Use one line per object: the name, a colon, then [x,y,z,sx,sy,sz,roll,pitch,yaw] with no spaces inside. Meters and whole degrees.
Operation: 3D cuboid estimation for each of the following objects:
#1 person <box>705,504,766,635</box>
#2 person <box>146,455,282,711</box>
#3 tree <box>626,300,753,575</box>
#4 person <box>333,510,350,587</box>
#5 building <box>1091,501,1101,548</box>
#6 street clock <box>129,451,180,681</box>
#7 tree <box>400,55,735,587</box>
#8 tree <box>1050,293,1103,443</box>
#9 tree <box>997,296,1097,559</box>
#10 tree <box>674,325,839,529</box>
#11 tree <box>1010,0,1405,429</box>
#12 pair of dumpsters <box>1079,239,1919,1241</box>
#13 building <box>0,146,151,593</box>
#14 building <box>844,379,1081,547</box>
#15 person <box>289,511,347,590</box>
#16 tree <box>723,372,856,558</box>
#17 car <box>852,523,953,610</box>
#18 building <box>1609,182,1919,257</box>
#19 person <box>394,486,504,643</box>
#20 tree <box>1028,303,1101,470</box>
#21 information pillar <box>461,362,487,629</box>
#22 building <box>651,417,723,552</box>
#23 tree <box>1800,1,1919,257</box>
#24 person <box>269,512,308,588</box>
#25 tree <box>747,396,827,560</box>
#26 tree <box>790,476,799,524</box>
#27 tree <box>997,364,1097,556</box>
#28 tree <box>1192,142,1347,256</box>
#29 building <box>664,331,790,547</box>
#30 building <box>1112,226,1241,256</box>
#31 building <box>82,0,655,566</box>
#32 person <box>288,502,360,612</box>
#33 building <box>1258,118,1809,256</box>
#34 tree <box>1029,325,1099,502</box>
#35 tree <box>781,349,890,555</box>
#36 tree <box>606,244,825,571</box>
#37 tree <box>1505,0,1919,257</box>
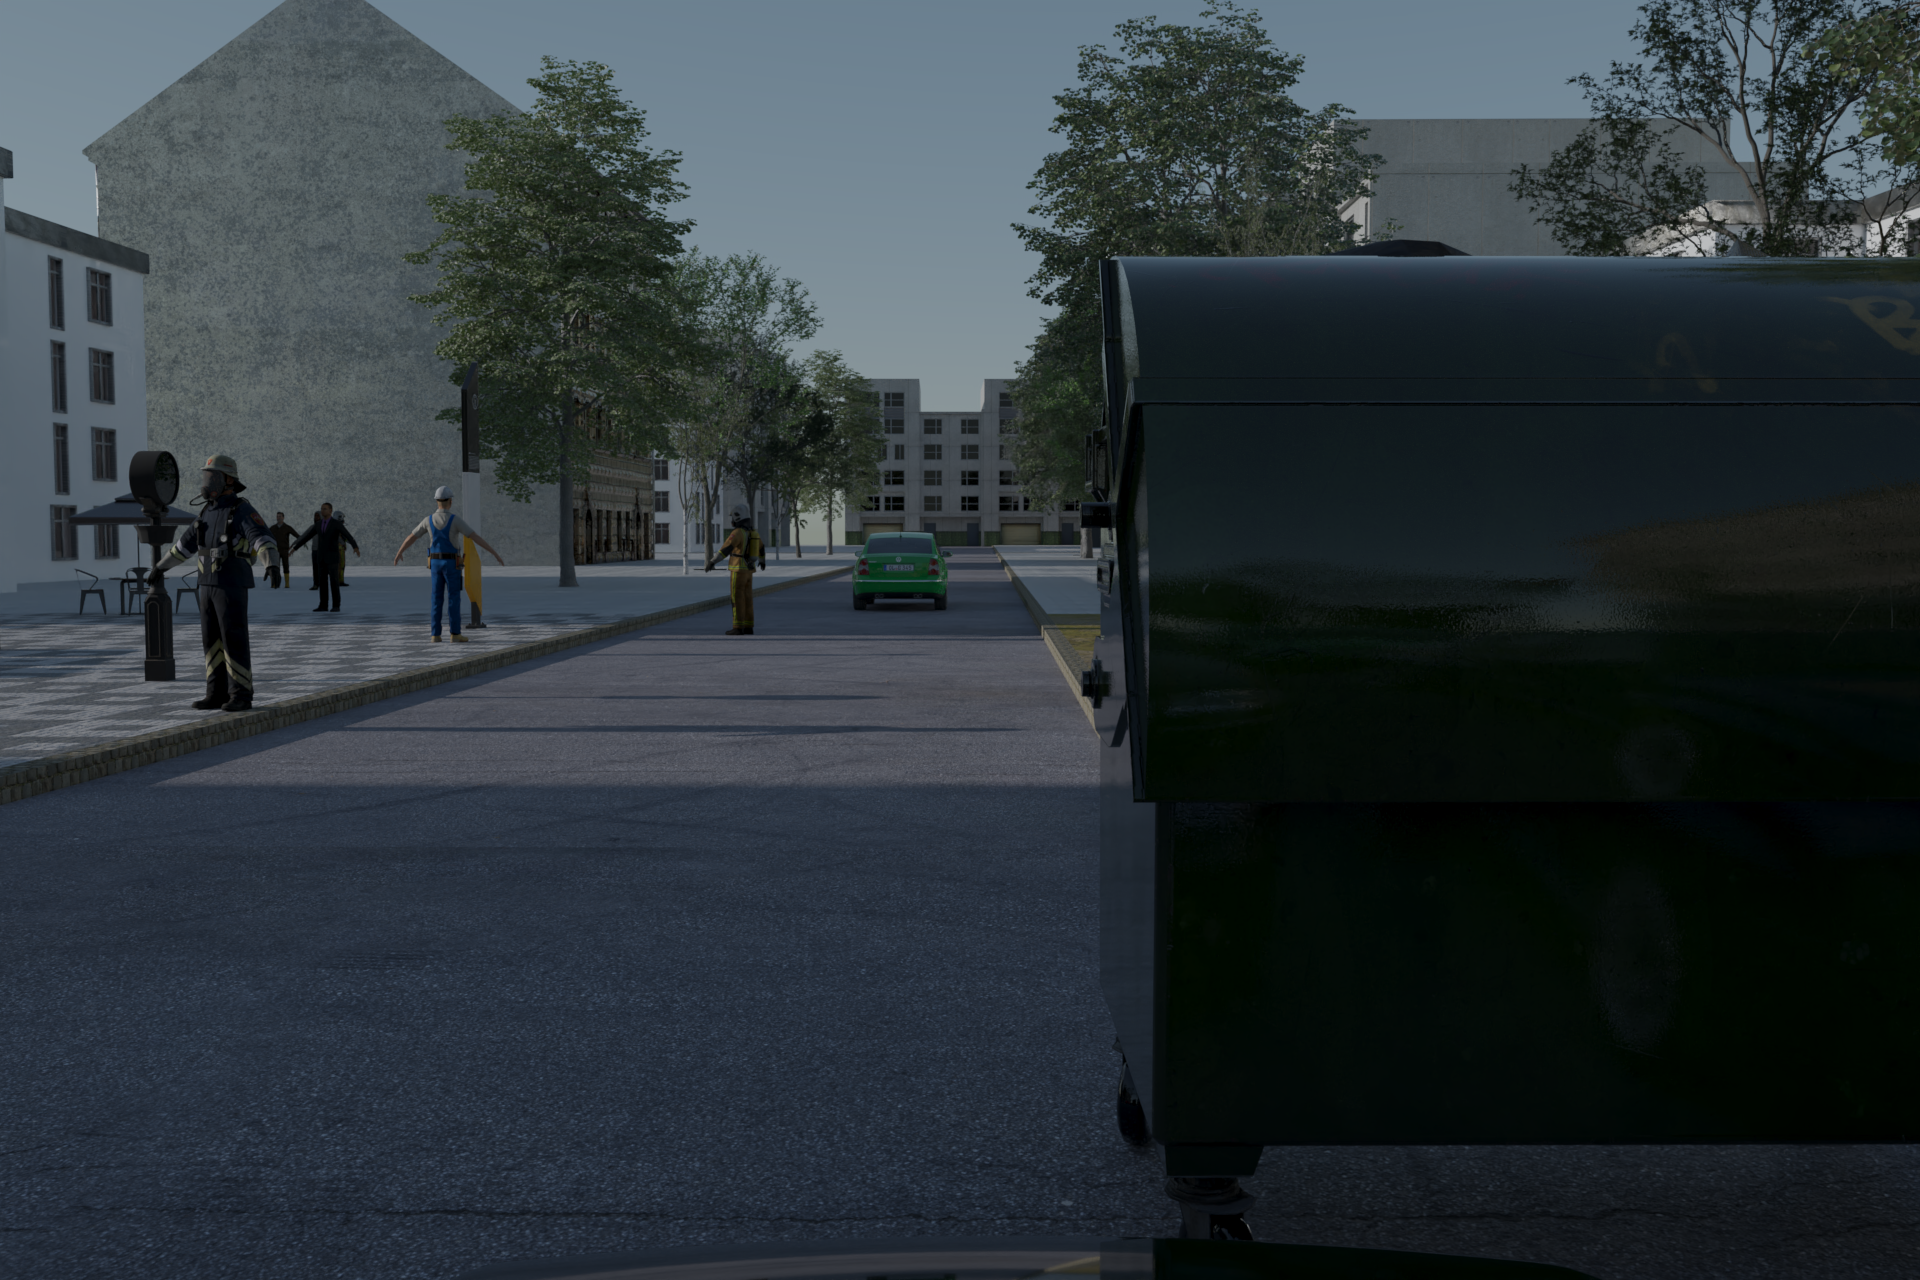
person: [-3.122,-1.001,24.594,0.705,1.858,1.354,2,4,29]
person: [-5.378,-0.418,12.607,1.354,1.856,0.705,2,4,28]
tree: [-8.898,-6.369,54.501,4.360,8.622,3.978,0,3,0]
person: [-15.178,-2.239,42.381,1.354,1.858,0.705,3,5,43]
building: [26.279,-20.449,178.311,27.936,21.610,32.646,0,4,0]
street clock: [-7.008,-0.645,15.117,0.358,2.002,0.471,0,4,1]
tree: [-9.311,-7.543,41.454,7.486,12.596,7.792,0,3,0]
tree: [6.590,-7.444,56.120,7.601,10.594,8.767,-3,5,-41]
tree: [6.795,-11.263,90.802,9.857,13.997,8.962,0,3,0]
tree: [-8.891,-8.626,75.453,8.767,10.594,7.601,2,4,24]
tree: [6.123,-8.278,41.998,9.857,13.997,8.962,0,3,0]
pair of dumpsters: [2.466,0.081,3.631,4.436,2.255,1.574,0,4,0]
building: [-25.272,-5.871,38.141,9.099,9.664,28.070,0,4,1]
building: [2.630,-20.493,203.975,31.486,18.905,16.747,0,4,-1]
person: [-14.615,-2.040,39.490,1.348,1.813,0.705,0,4,4]
tree: [-8.954,-9.731,93.516,7.601,10.594,8.767,3,4,39]
car: [-1.124,-1.541,33.986,1.959,1.807,4.718,0,3,0]
building: [23.429,-6.217,43.803,9.099,9.664,28.070,0,4,0]
person: [-6.085,-0.897,20.517,1.347,1.847,0.705,0,4,6]
tree: [6.260,-8.793,69.518,9.928,11.665,9.643,0,3,0]
information pillar: [-6.601,-1.961,23.422,0.183,3.616,0.504,0,4,2]
building: [-22.848,-11.793,134.964,9.099,9.664,28.070,0,4,2]
tree: [10.346,-6.437,11.906,9.857,13.997,8.962,0,3,0]
person: [-16.124,-2.138,41.097,1.346,1.812,0.704,0,4,-2]
tree: [-8.843,-8.247,85.197,4.737,8.622,4.395,0,3,0]
tree: [-22.428,-17.956,200.241,9.857,13.997,8.962,0,3,0]
tree: [7.299,-11.779,102.963,12.009,13.543,11.850,0,3,0]
tree: [6.105,-5.060,33.094,4.360,8.622,3.978,0,3,0]
building: [-26.662,-18.302,165.698,16.747,18.905,31.486,0,4,2]
building: [24.644,-17.576,131.335,27.936,21.610,32.646,0,4,1]
building: [-24.715,-15.074,77.386,19.493,23.208,18.063,0,4,1]
person: [-10.440,-1.366,28.565,1.346,1.802,0.704,1,4,16]
building: [24.423,-13.213,82.495,16.747,18.905,31.486,0,4,1]
tree: [7.088,-9.891,79.847,7.486,12.596,7.792,0,3,0]
tree: [-7.834,-11.528,106.617,7.486,12.596,7.792,0,3,0]
tree: [-8.796,-8.287,61.249,9.928,11.665,9.643,0,3,0]
tree: [11.756,-5.462,23.711,8.767,10.594,7.601,1,4,22]
